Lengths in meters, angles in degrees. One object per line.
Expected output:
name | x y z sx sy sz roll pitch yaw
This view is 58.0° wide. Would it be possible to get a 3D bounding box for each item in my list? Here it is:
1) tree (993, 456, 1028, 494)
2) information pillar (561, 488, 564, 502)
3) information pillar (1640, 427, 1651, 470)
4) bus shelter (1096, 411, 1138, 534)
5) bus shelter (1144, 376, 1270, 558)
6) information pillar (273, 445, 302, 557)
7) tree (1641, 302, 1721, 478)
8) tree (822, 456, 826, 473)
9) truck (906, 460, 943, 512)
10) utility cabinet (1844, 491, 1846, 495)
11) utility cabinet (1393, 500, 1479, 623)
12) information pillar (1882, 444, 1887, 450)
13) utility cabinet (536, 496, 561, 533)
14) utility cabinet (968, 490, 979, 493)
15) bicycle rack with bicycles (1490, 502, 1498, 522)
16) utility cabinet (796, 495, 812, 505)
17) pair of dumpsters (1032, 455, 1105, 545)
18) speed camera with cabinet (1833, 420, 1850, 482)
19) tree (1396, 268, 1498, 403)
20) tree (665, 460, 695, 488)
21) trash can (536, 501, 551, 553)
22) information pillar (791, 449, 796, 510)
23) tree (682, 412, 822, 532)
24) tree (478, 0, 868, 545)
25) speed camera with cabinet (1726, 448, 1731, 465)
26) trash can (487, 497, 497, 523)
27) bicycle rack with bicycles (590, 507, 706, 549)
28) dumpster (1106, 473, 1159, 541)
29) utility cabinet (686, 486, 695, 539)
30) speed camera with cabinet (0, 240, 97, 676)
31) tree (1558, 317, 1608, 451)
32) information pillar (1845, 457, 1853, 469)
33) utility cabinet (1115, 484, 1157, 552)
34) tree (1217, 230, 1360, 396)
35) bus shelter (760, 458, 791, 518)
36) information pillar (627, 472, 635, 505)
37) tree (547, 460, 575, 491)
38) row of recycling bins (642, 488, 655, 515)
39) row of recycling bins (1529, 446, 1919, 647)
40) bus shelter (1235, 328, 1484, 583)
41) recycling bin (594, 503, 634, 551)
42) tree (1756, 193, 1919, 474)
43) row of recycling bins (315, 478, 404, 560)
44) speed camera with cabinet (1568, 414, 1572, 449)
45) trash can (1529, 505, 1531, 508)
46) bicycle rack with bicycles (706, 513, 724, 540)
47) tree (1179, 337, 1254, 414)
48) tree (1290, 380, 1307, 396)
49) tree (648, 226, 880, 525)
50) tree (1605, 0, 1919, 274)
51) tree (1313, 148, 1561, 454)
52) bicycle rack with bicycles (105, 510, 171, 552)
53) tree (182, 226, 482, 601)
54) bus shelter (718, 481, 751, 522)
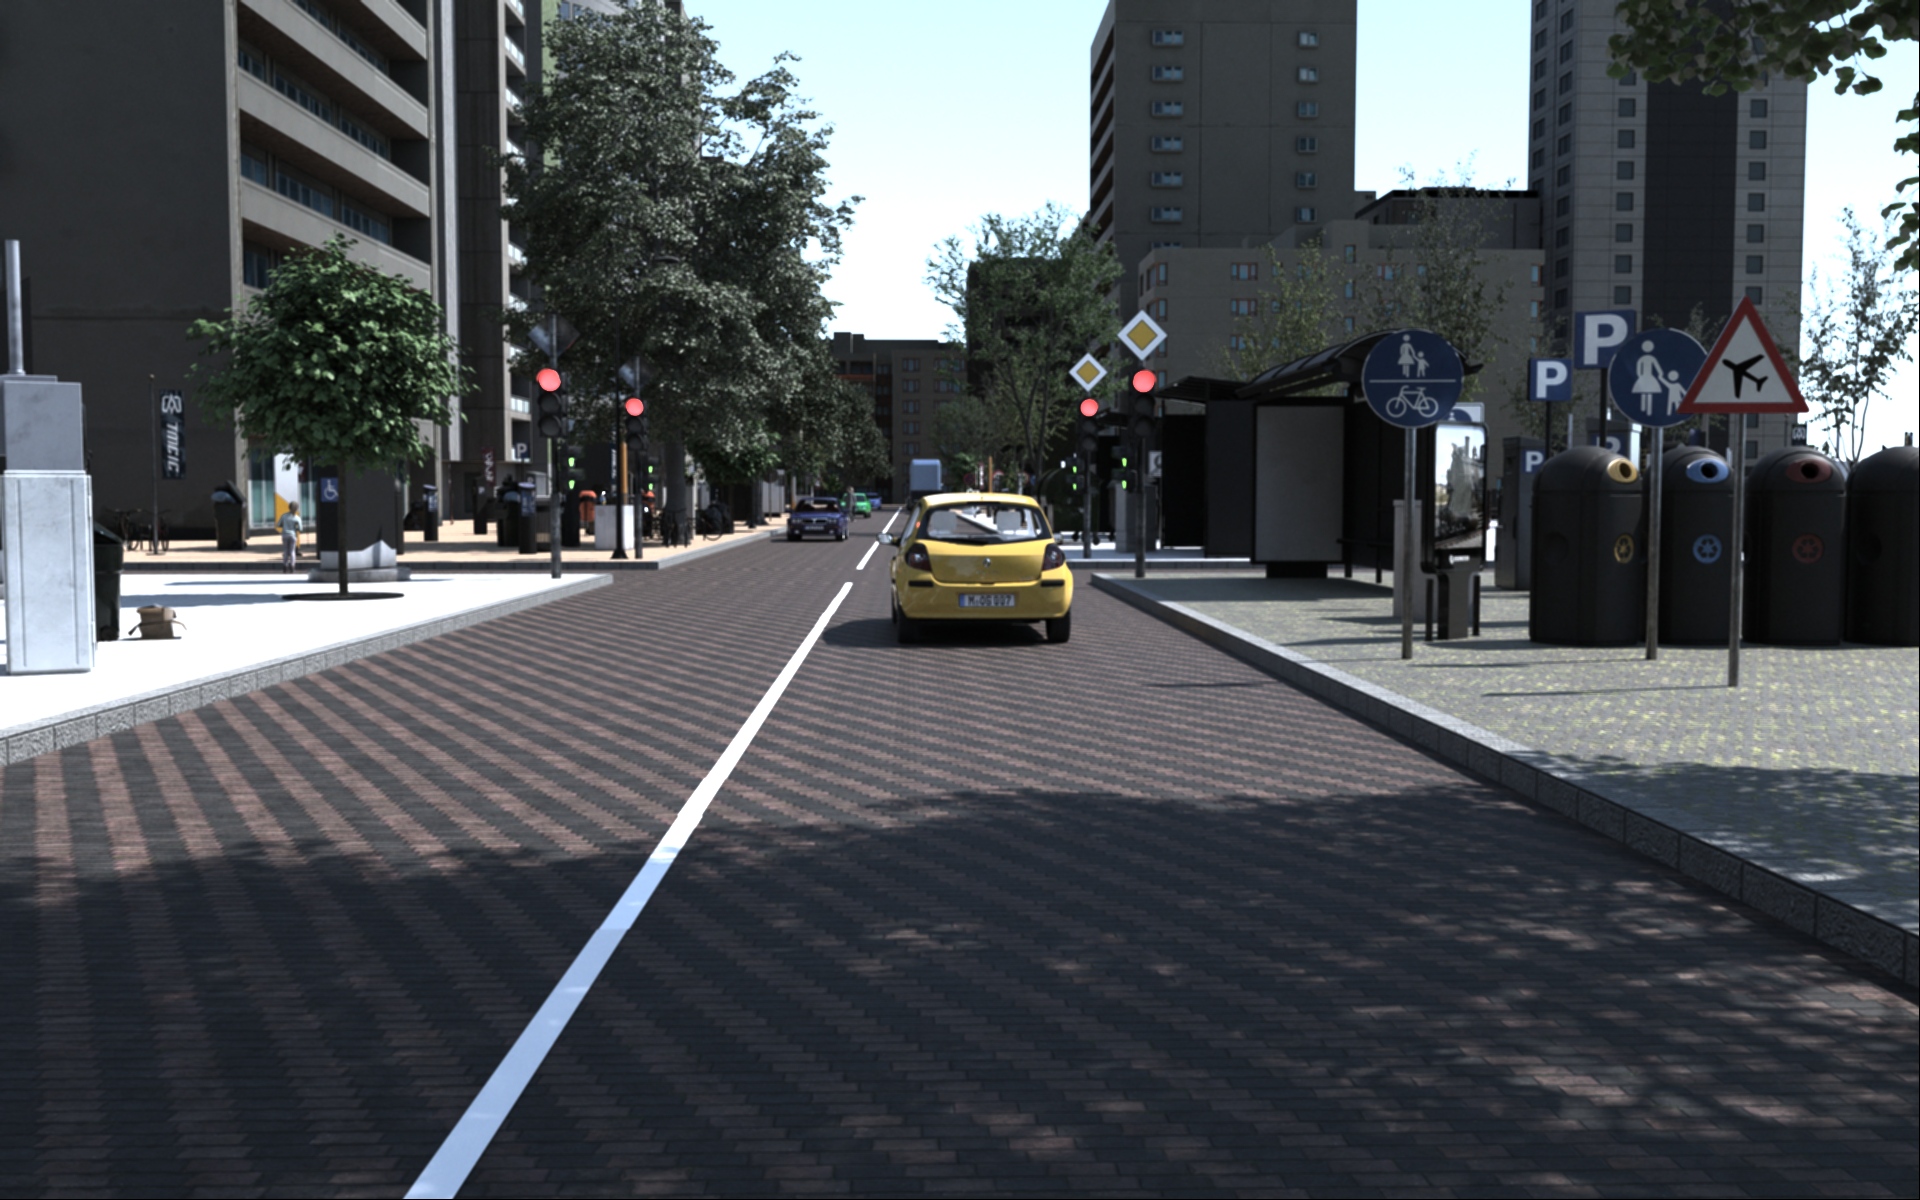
tree | 2.738 -5.778 89.068 1.663 3.219 1.824 0 3 0
information pillar | -16.765 -4.232 73.691 0.304 2.012 0.304 1 4 14
information pillar | 14.246 -2.713 35.720 0.183 3.616 0.504 1 4 9
bus shelter | 4.912 -3.723 52.146 1.731 3.624 6.357 0 4 -2
bus shelter | 5.303 -2.831 37.567 1.731 3.624 6.357 0 4 -2
information pillar | -13.817 -2.702 35.528 0.504 3.616 0.183 -3 5 -44
tree | 28.105 -7.166 67.534 4.360 8.622 3.978 0 3 0
tree | -9.525 -7.249 102.229 4.285 4.588 4.351 0 3 0
truck | -2.400 -8.559 129.701 2.967 4.110 18.799 0 4 -3
utility cabinet | 19.017 -1.741 37.138 1.173 1.500 0.318 3 4 37
utility cabinet | 4.861 -0.399 17.685 0.306 1.237 1.020 -2 4 -24
information pillar | 43.124 -5.463 80.670 0.183 3.616 0.504 -2 4 -34
utility cabinet | -13.563 -2.782 56.642 1.020 1.237 0.306 -1 4 -18
utility cabinet | 0.804 -5.830 104.000 0.318 1.500 1.173 1 4 21
bicycle rack with bicycles | 25.225 -4.091 80.274 2.925 0.926 2.852 0 4 4
utility cabinet | -8.222 -4.823 90.018 1.020 1.237 0.306 0 4 -6
pair of dumpsters | 2.821 -2.616 45.263 1.574 2.255 4.437 0 4 -2
speed camera with cabinet | 23.857 -3.177 46.278 2.038 3.252 0.660 -1 4 -16
tree | 15.171 -6.444 55.715 4.737 8.622 4.395 0 3 0
tree | -13.860 -5.554 85.412 1.663 3.219 1.824 0 3 0
trash can | -9.250 -1.621 38.162 0.748 1.137 0.748 0 3 0
information pillar | -7.916 -5.569 82.399 0.183 3.616 0.504 -1 4 -21
tree | -7.773 -4.579 58.583 4.285 4.588 4.351 0 3 0
tree | -7.165 -8.352 43.210 9.857 13.997 8.962 0 3 0
speed camera with cabinet | 35.548 -5.233 79.895 0.660 3.252 2.038 3 5 44
trash can | -20.994 -4.026 77.474 0.748 1.137 0.748 0 3 0
bicycle rack with bicycles | -7.659 -1.743 41.886 2.852 0.926 2.925 0 4 -8
dumpster | 4.675 -2.508 46.758 1.264 1.857 1.865 0 4 -2
utility cabinet | -7.741 -2.490 49.384 0.318 1.500 1.173 0 4 -6
speed camera with cabinet | -6.907 -1.147 13.084 0.660 3.252 2.038 -2 4 -28
tree | 22.601 -7.131 66.952 4.360 8.622 3.978 0 3 0
information pillar | 54.098 -6.977 105.433 0.504 3.616 0.183 3 4 37
utility cabinet | 3.894 -1.806 38.204 0.318 1.500 1.173 3 5 40
tree | 9.360 -6.036 49.051 4.737 8.622 4.395 0 3 0
bus shelter | -10.372 -6.307 97.045 2.014 3.302 5.546 0 4 -1
information pillar | -10.746 -3.216 57.073 0.304 2.012 0.304 -2 4 -34
tree | -18.369 -5.203 79.669 1.663 3.219 1.824 0 3 0
row of recycling bins | -19.317 -6.041 105.891 1.069 1.692 3.534 0 4 6
row of recycling bins | 6.717 -0.478 14.934 3.534 1.692 1.069 0 4 1
bus shelter | 5.312 -1.838 23.977 2.014 3.302 5.546 0 4 -2
recycling bin | -7.852 -1.638 39.336 0.722 1.027 0.722 0 4 7
tree | 22.007 -5.658 42.868 4.360 8.622 3.978 0 3 0
row of recycling bins | -12.173 -1.711 35.090 1.069 1.692 3.534 0 4 -1
speed camera with cabinet | 14.967 -2.921 42.099 0.660 3.252 2.038 1 4 22
trash can | 31.018 -5.037 94.000 0.748 1.137 0.748 0 3 0
bicycle rack with bicycles | -8.227 -2.067 47.172 2.925 0.926 2.852 1 4 15
tree | 12.311 -7.960 80.502 4.360 8.622 3.978 0 3 0
tree | 19.342 -9.195 100.705 4.360 8.622 3.978 0 3 0
tree | -8.612 -9.475 71.924 9.611 12.733 9.660 0 3 0
tree | 4.497 -5.338 5.407 7.486 12.596 7.792 0 3 0
tree | 10.184 -5.337 37.622 4.360 8.622 3.978 0 3 0
bicycle rack with bicycles | -19.197 -1.568 39.025 2.852 0.926 2.925 -2 4 -30
tree | -7.556 -2.300 21.320 4.285 4.588 4.351 0 3 0
bus shelter | -10.252 -5.530 81.698 1.731 3.624 6.357 0 4 -2
